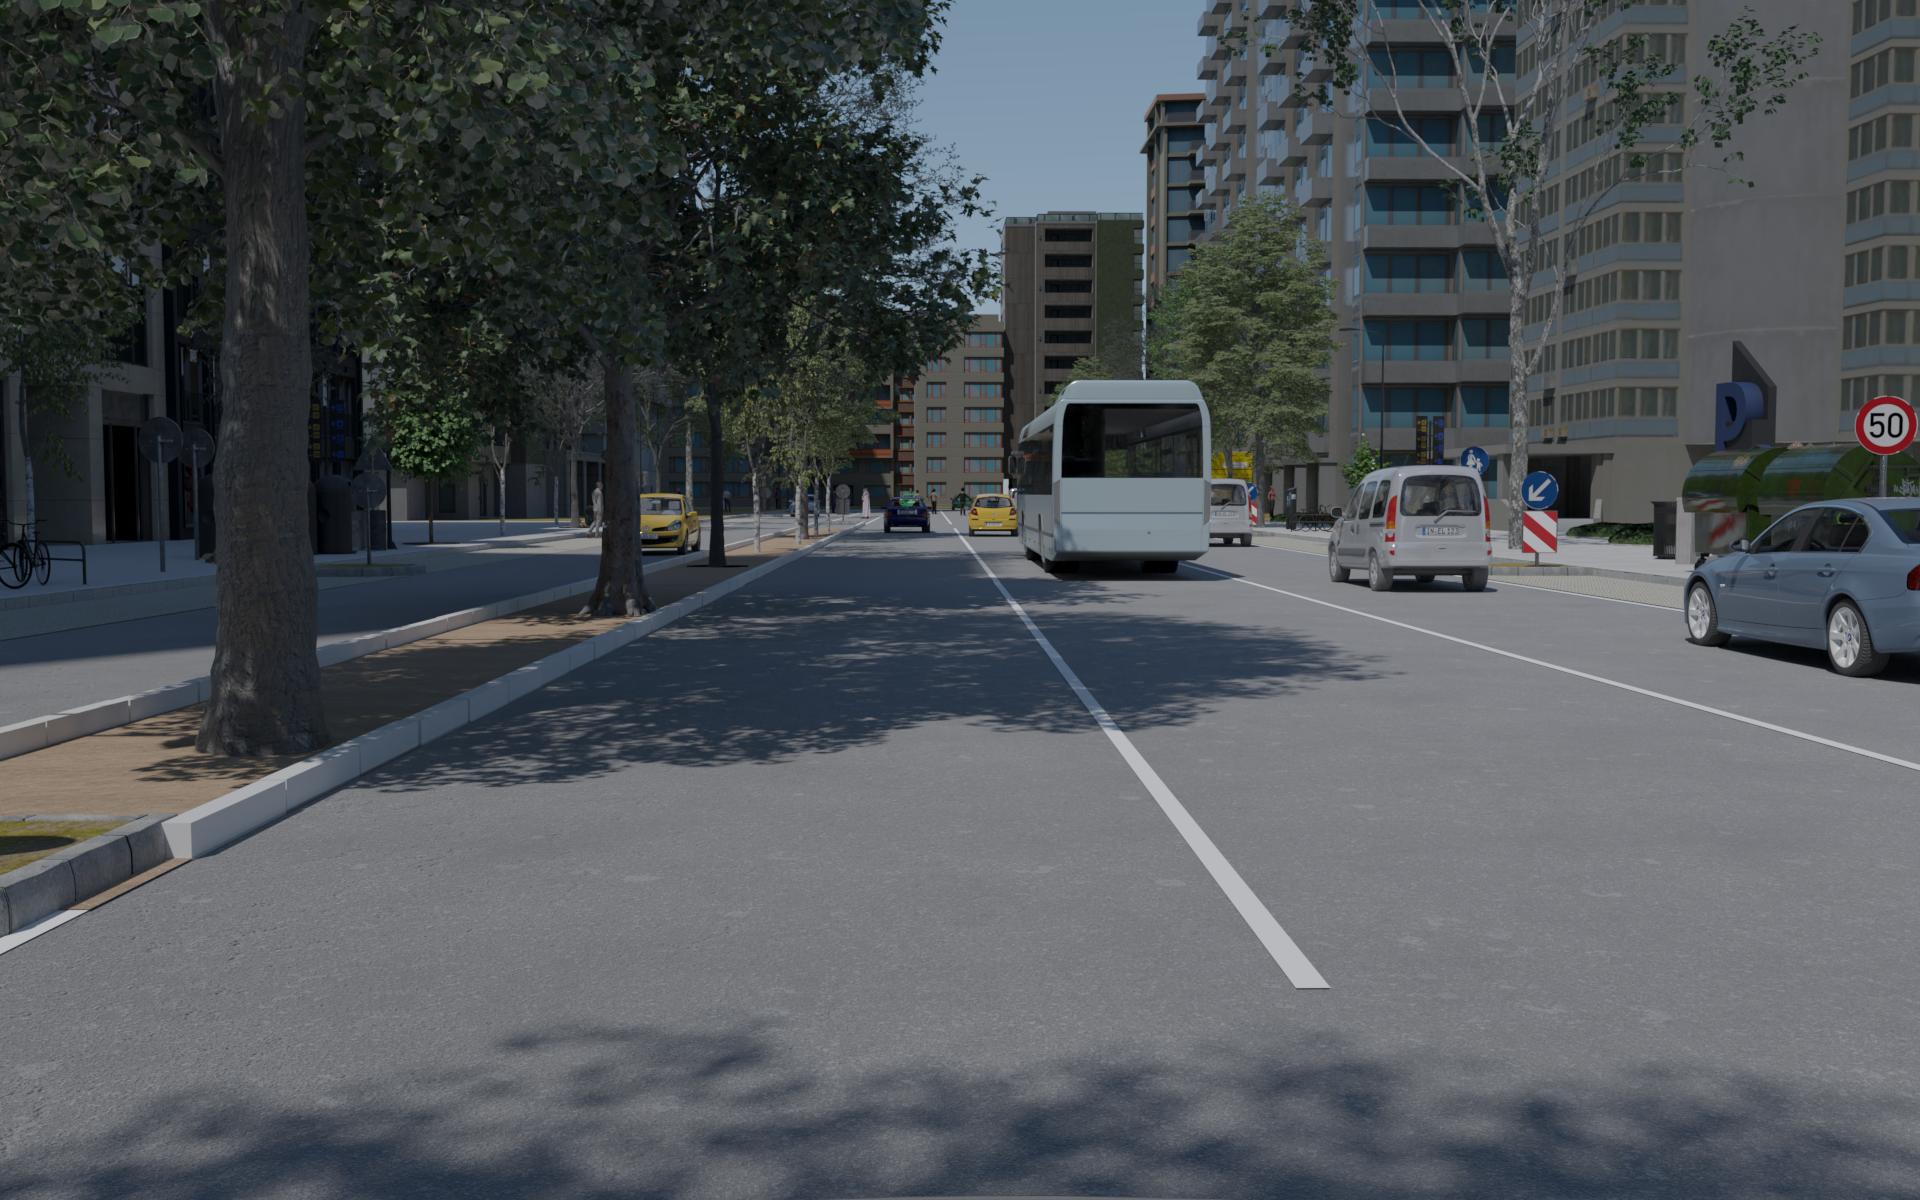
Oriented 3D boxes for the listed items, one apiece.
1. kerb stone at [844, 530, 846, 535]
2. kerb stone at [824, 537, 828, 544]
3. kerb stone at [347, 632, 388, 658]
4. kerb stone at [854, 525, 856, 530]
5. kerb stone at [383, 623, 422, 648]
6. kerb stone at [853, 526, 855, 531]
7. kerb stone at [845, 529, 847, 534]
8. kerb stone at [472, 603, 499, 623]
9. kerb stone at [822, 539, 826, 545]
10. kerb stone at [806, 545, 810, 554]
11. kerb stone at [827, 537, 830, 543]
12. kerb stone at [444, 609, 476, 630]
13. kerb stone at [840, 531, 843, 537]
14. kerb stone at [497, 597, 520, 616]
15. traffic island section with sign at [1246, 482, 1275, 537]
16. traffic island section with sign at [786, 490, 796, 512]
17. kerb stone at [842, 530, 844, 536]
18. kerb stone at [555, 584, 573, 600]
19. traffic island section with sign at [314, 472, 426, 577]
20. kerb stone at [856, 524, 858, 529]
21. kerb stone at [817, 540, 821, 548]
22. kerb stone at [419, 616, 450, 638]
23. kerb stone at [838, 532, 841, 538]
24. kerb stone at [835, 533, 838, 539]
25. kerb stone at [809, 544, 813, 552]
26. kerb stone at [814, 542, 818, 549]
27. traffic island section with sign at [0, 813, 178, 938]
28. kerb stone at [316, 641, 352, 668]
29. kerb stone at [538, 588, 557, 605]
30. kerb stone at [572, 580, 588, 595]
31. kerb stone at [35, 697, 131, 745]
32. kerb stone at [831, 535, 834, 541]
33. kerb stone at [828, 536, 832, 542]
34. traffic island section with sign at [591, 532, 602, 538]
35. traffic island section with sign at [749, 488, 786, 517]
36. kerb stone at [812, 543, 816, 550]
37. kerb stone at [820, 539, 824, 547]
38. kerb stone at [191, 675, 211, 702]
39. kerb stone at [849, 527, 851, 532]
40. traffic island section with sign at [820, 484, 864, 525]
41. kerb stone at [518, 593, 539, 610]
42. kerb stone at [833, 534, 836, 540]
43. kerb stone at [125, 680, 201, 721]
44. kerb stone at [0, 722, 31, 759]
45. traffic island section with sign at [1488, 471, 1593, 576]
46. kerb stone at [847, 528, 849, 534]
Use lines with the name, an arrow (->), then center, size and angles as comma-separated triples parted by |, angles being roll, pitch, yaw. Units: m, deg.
kerb stone -> -4.035, -2.223, 58.536 | 0.120, 0.150, 1.000 | 0, 4, -1
kerb stone -> -3.837, -1.596, 48.288 | 0.120, 0.150, 1.000 | 0, 4, -1
kerb stone -> -5.335, 0.421, 15.422 | 0.120, 0.150, 1.000 | 0, 4, -1
kerb stone -> -4.190, -2.723, 66.733 | 0.120, 0.150, 1.000 | 0, 4, -1
kerb stone -> -5.343, 0.354, 16.449 | 0.120, 0.150, 1.000 | 0, 4, -1
kerb stone -> -4.175, -2.658, 65.709 | 0.120, 0.150, 1.000 | 0, 4, -1
kerb stone -> -4.062, -2.285, 59.558 | 0.120, 0.150, 1.000 | 0, 4, -1
kerb stone -> -5.412, 0.164, 19.517 | 0.120, 0.150, 1.000 | 0, 4, -1
kerb stone -> -3.828, -1.530, 47.266 | 0.120, 0.150, 1.000 | 0, 4, -1
kerb stone -> -3.706, -1.145, 41.118 | 0.120, 0.150, 1.000 | 0, 4, -1
kerb stone -> -3.868, -1.655, 49.310 | 0.120, 0.150, 1.000 | 0, 4, -1
kerb stone -> -5.393, 0.226, 18.495 | 0.120, 0.150, 1.000 | 0, 4, -1
kerb stone -> -3.994, -2.097, 56.478 | 0.120, 0.150, 1.000 | 0, 4, -1
kerb stone -> -5.425, 0.102, 20.539 | 0.120, 0.150, 1.000 | 0, 4, -1
traffic island section with sign -> 9.495, -3.058, 58.626 | 1.989, 1.847, 2.006 | 0, 4, -1
traffic island section with sign -> -12.554, -7.717, 134.807 | 1.989, 1.847, 2.006 | 0, 4, -1
kerb stone -> -4.023, -2.159, 57.511 | 0.120, 0.150, 1.000 | 0, 4, -1
kerb stone -> -5.484, -0.088, 23.635 | 0.120, 0.150, 1.000 | 0, 4, -1
traffic island section with sign -> -10.612, -1.349, 30.690 | 1.989, 1.847, 2.006 | 0, 4, -1
kerb stone -> -4.236, -2.847, 68.777 | 0.120, 0.150, 1.000 | 0, 4, -1
kerb stone -> -3.783, -1.408, 45.220 | 0.120, 0.150, 1.000 | 0, 4, -1
kerb stone -> -5.372, 0.294, 17.473 | 0.120, 0.150, 1.000 | 0, 4, -1
kerb stone -> -3.979, -2.034, 55.456 | 0.120, 0.150, 1.000 | 0, 4, -1
kerb stone -> -3.939, -1.905, 53.410 | 0.120, 0.150, 1.000 | 0, 4, -1
kerb stone -> -3.730, -1.218, 42.139 | 0.120, 0.150, 1.000 | 0, 4, -1
kerb stone -> -3.777, -1.346, 44.198 | 0.120, 0.150, 1.000 | 0, 4, -1
traffic island section with sign -> -4.085, 0.139, 5.861 | 2.006, 1.907, 1.989 | 0, 4, -1
kerb stone -> -5.303, 0.477, 14.393 | 0.120, 0.150, 1.000 | 0, 4, -1
kerb stone -> -5.464, -0.018, 22.602 | 0.120, 0.150, 1.000 | 0, 4, -1
kerb stone -> -5.498, -0.151, 24.671 | 0.120, 0.150, 1.000 | 0, 4, -1
kerb stone -> -5.233, 0.728, 10.294 | 0.120, 0.150, 1.000 | 0, 4, -1
kerb stone -> -3.899, -1.784, 51.361 | 0.120, 0.150, 1.000 | 0, 4, -1
kerb stone -> -3.884, -1.721, 50.339 | 0.120, 0.150, 1.000 | 0, 4, -1
traffic island section with sign -> -11.113, -2.998, 57.641 | 1.989, 1.847, 2.006 | 0, 4, -1
traffic island section with sign -> -12.058, -6.068, 107.833 | 1.989, 1.847, 2.006 | 0, 4, -1
kerb stone -> -3.746, -1.282, 43.163 | 0.120, 0.150, 1.000 | 0, 4, -1
kerb stone -> -3.801, -1.471, 46.242 | 0.120, 0.150, 1.000 | 0, 4, -1
kerb stone -> -5.268, 0.603, 12.346 | 0.120, 0.150, 1.000 | 0, 4, -1
kerb stone -> -4.105, -2.474, 62.639 | 0.120, 0.150, 1.000 | 0, 4, -1
traffic island section with sign -> -5.506, -4.456, 80.986 | 2.006, 1.907, 1.989 | 0, 4, -1
kerb stone -> -5.446, 0.042, 21.579 | 0.120, 0.150, 1.000 | 0, 4, -1
kerb stone -> -3.926, -1.843, 52.383 | 0.120, 0.150, 1.000 | 0, 4, -1
kerb stone -> -5.252, 0.670, 11.319 | 0.120, 0.150, 1.000 | 0, 4, -1
kerb stone -> -5.208, 0.790, 9.272 | 0.120, 0.150, 1.000 | 0, 4, -1
traffic island section with sign -> 10.009, -1.372, 31.067 | 1.989, 1.847, 2.006 | 0, 4, -1
kerb stone -> -4.070, -2.348, 60.580 | 0.120, 0.150, 1.000 | 0, 4, -1
